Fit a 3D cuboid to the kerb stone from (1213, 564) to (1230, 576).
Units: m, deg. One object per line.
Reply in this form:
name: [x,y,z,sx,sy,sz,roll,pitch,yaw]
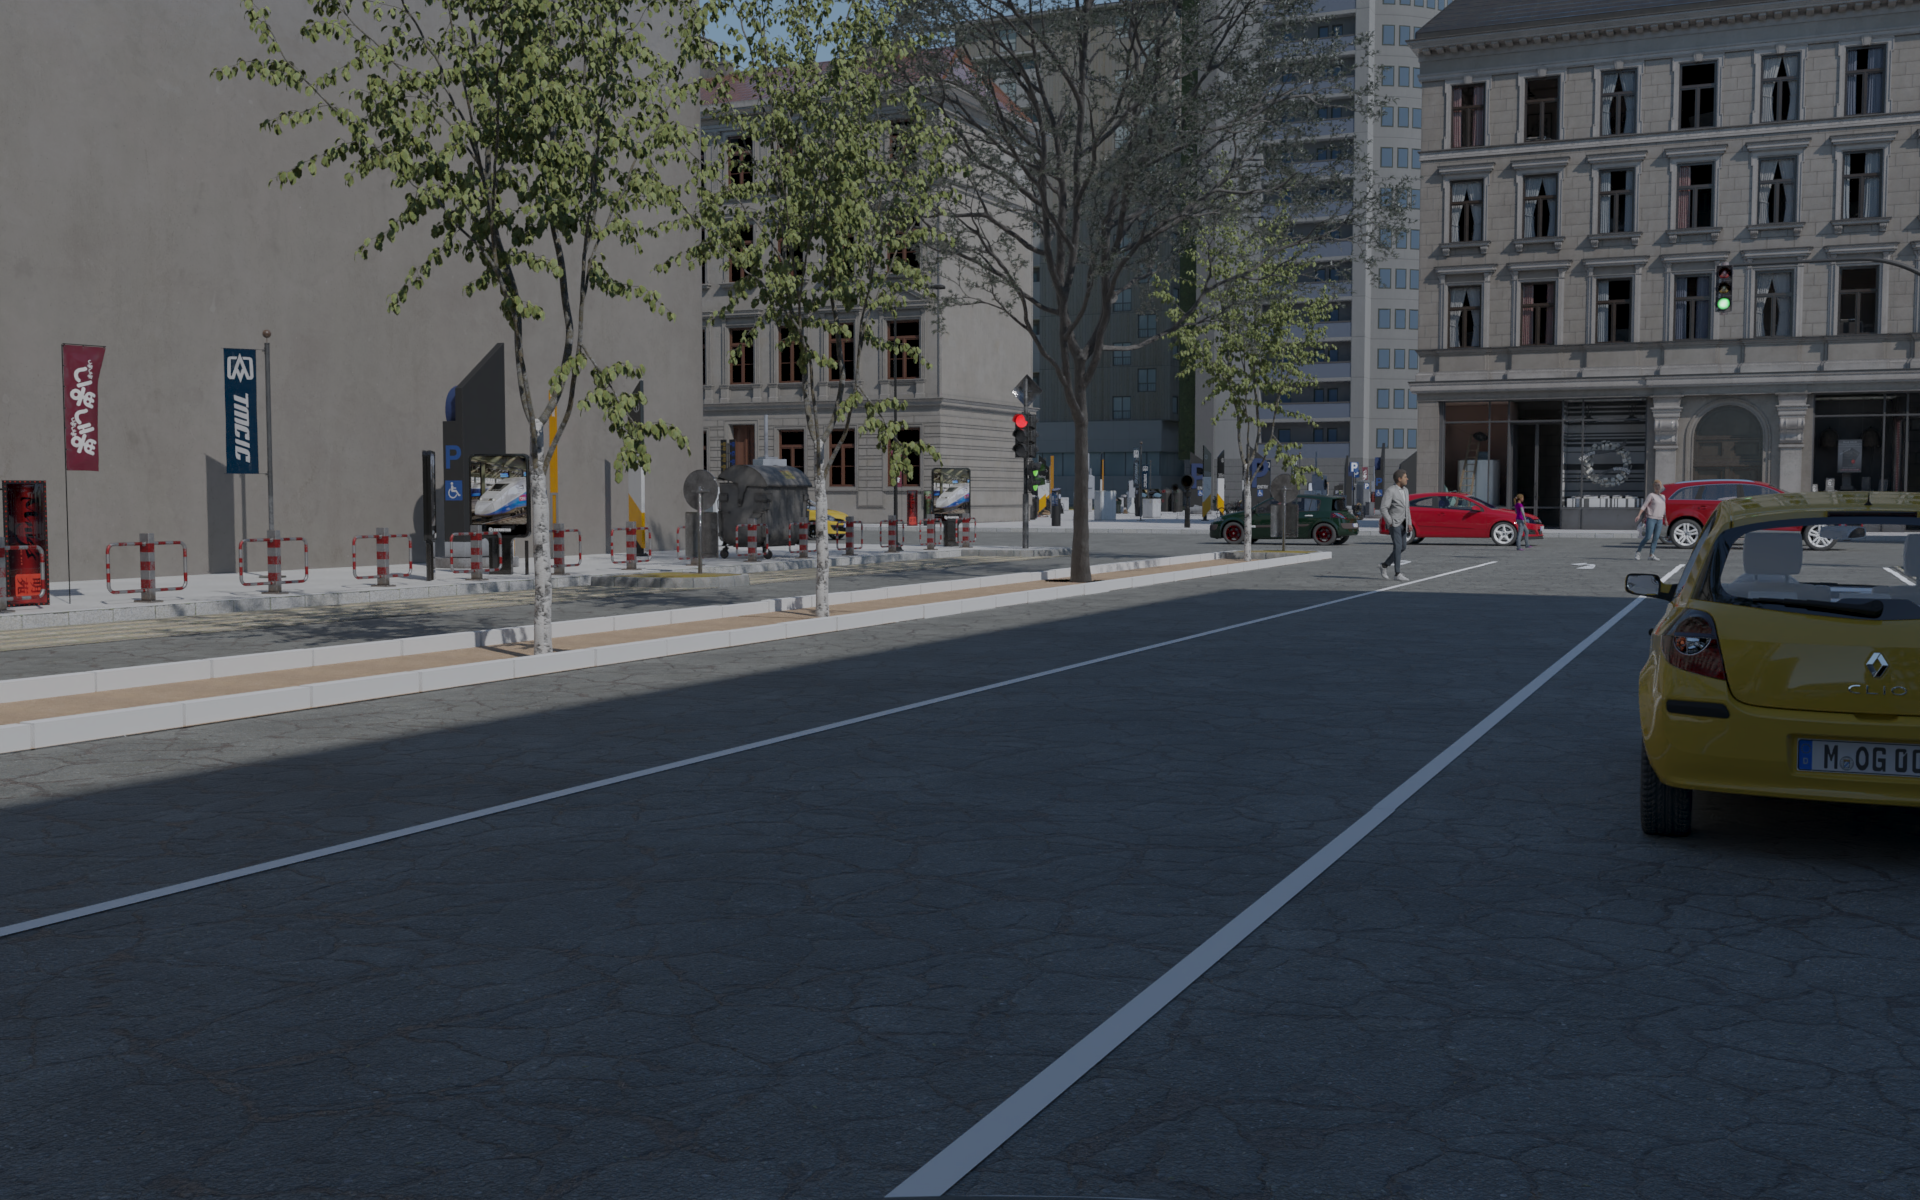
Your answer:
kerb stone: [4.537,-0.518,30.673,0.120,0.150,1.000,2,4,25]

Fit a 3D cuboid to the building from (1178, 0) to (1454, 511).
building: [31.928,-36.716,142.308,21.231,58.520,28.212,2,4,25]

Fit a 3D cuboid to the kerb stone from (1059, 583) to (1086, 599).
kerb stone: [1.488,-0.117,24.140,0.120,0.150,1.000,2,4,25]

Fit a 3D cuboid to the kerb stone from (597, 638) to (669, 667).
kerb stone: [-2.850,0.451,14.827,0.120,0.150,1.000,2,4,25]

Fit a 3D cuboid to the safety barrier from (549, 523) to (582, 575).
safety barrier: [-6.357,-0.806,27.460,0.300,0.817,1.120,2,4,25]

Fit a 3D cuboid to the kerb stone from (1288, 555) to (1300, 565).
kerb stone: [6.706,-0.803,35.324,0.120,0.150,1.000,2,4,25]

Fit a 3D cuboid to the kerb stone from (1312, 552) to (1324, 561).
kerb stone: [7.580,-0.916,37.180,0.120,0.150,1.000,2,4,25]

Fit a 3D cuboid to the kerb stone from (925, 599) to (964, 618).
kerb stone: [-0.248,0.110,20.406,0.120,0.150,1.000,2,4,25]

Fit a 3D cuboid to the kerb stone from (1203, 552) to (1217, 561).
kerb stone: [5.253,-0.913,37.165,0.120,0.150,1.000,2,4,25]

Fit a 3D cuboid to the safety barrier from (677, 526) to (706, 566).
safety barrier: [-4.733,-1.020,30.946,0.300,0.817,1.120,2,4,25]

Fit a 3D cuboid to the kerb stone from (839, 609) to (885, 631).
kerb stone: [-1.115,0.223,18.542,0.120,0.150,1.000,2,4,25]

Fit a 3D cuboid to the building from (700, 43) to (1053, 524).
building: [-7.594,-14.982,81.107,21.152,22.565,11.583,2,4,25]

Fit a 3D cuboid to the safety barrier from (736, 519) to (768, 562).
safety barrier: [-3.920,-1.126,32.686,0.300,0.817,1.120,2,4,25]

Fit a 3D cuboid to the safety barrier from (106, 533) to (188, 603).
safety barrier: [-9.613,-0.380,20.495,0.300,0.817,1.120,2,4,25]

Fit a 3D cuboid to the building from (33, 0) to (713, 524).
building: [-30.783,-17.868,96.663,34.151,26.468,19.350,2,4,25]

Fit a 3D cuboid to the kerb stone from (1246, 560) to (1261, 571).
kerb stone: [5.411,-0.632,32.533,0.120,0.150,1.000,2,4,25]

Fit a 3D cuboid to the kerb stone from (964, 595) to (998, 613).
kerb stone: [0.182,0.055,21.339,0.120,0.150,1.000,2,4,25]

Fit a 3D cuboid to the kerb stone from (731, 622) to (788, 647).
kerb stone: [-1.989,0.342,16.688,0.120,0.150,1.000,2,4,25]

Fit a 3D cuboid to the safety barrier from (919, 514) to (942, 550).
safety barrier: [-0.672,-1.552,39.644,0.300,0.817,1.120,2,4,25]

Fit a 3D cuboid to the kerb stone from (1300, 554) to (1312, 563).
kerb stone: [7.139,-0.858,36.254,0.120,0.150,1.000,2,4,25]

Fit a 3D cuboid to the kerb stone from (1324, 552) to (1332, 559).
kerb stone: [8.004,-0.971,38.115,0.120,0.150,1.000,2,4,25]

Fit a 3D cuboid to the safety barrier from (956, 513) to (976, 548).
safety barrier: [0.142,-1.659,41.400,0.300,0.817,1.120,2,4,25]

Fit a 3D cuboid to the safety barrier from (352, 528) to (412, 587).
safety barrier: [-7.988,-0.593,23.971,0.300,0.817,1.120,2,4,25]

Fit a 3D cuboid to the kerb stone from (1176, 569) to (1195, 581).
kerb stone: [3.664,-0.403,28.816,0.120,0.150,1.000,2,4,25]

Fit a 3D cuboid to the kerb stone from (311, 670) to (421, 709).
kerb stone: [-4.163,0.621,12.043,0.120,0.150,1.000,2,4,25]

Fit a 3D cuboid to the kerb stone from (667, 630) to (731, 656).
kerb stone: [-2.425,0.394,15.760,0.120,0.150,1.000,2,4,25]

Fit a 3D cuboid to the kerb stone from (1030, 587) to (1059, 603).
kerb stone: [1.055,-0.062,23.211,0.120,0.150,1.000,2,4,25]

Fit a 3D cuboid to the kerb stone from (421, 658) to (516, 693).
kerb stone: [-3.721,0.564,12.970,0.120,0.150,1.000,2,4,25]

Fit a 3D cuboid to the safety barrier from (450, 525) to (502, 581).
safety barrier: [-7.178,-0.699,25.712,0.300,0.817,1.120,2,4,25]

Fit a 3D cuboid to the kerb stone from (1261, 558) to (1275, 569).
kerb stone: [5.844,-0.689,33.462,0.120,0.150,1.000,2,4,25]

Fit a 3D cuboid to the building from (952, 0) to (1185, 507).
building: [14.851,-36.698,189.246,27.495,52.752,28.713,2,4,25]

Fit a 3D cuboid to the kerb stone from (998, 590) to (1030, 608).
kerb stone: [0.615,-0.004,22.274,0.120,0.150,1.000,2,4,25]

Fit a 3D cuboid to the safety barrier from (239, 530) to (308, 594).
safety barrier: [-8.802,-0.487,22.232,0.300,0.817,1.120,2,4,25]

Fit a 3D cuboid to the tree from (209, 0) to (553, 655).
tree: [-3.617,-3.759,14.281,4.737,8.622,4.395,0,3,0]

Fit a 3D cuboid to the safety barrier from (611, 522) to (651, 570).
safety barrier: [-5.544,-0.913,29.208,0.300,0.817,1.120,2,4,25]

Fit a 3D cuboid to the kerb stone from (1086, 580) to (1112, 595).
kerb stone: [1.935,-0.176,25.072,0.120,0.150,1.000,2,4,25]

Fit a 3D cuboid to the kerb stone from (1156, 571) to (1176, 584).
kerb stone: [3.228,-0.348,27.878,0.120,0.150,1.000,2,4,25]

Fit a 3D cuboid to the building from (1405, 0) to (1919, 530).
building: [19.889,-13.217,67.003,40.483,20.767,10.553,2,4,25]

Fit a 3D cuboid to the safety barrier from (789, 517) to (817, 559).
safety barrier: [-3.111,-1.232,34.425,0.300,0.817,1.120,2,4,25]

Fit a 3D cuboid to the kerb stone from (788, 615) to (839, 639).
kerb stone: [-1.557,0.280,17.617,0.120,0.150,1.000,2,4,25]

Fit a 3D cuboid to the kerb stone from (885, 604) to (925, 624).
kerb stone: [-0.693,0.166,19.476,0.120,0.150,1.000,2,4,25]

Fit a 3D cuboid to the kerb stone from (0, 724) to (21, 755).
kerb stone: [-5.458,0.797,9.248,0.120,0.150,1.000,2,4,25]

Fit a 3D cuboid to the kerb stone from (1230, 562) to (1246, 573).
kerb stone: [4.978,-0.575,31.604,0.120,0.150,1.000,2,4,25]

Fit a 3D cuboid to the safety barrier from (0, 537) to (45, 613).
safety barrier: [-10.421,-0.274,18.756,0.300,0.817,1.120,2,4,25]

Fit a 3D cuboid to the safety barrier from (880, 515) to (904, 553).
safety barrier: [-1.485,-1.445,37.898,0.300,0.817,1.120,2,4,25]

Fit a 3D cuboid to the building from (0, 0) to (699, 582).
building: [-25.456,-14.296,38.259,34.151,26.468,19.350,2,4,25]

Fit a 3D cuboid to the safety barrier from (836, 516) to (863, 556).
safety barrier: [-2.302,-1.339,36.163,0.300,0.817,1.120,2,4,25]

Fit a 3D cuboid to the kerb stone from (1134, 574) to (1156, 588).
kerb stone: [2.795,-0.290,26.943,0.120,0.150,1.000,2,4,25]

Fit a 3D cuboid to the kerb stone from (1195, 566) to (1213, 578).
kerb stone: [4.096,-0.462,29.745,0.120,0.150,1.000,2,4,25]

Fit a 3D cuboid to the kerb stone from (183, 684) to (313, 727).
kerb stone: [-4.598,0.681,11.115,0.120,0.150,1.000,2,4,25]

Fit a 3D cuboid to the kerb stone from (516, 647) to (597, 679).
kerb stone: [-3.291,0.510,13.901,0.120,0.150,1.000,2,4,25]

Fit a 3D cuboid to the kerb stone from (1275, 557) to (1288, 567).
kerb stone: [6.273,-0.746,34.395,0.120,0.150,1.000,2,4,25]

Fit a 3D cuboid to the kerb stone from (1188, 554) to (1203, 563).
kerb stone: [4.815,-0.856,36.230,0.120,0.150,1.000,2,4,25]

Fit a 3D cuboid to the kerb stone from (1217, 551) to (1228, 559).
kerb stone: [5.680,-0.973,38.097,0.120,0.150,1.000,2,4,25]

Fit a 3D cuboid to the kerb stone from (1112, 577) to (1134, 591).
kerb stone: [2.354,-0.232,26.008,0.120,0.150,1.000,2,4,25]

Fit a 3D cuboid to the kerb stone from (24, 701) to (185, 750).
kerb stone: [-5.025,0.735,10.176,0.120,0.150,1.000,2,4,25]
